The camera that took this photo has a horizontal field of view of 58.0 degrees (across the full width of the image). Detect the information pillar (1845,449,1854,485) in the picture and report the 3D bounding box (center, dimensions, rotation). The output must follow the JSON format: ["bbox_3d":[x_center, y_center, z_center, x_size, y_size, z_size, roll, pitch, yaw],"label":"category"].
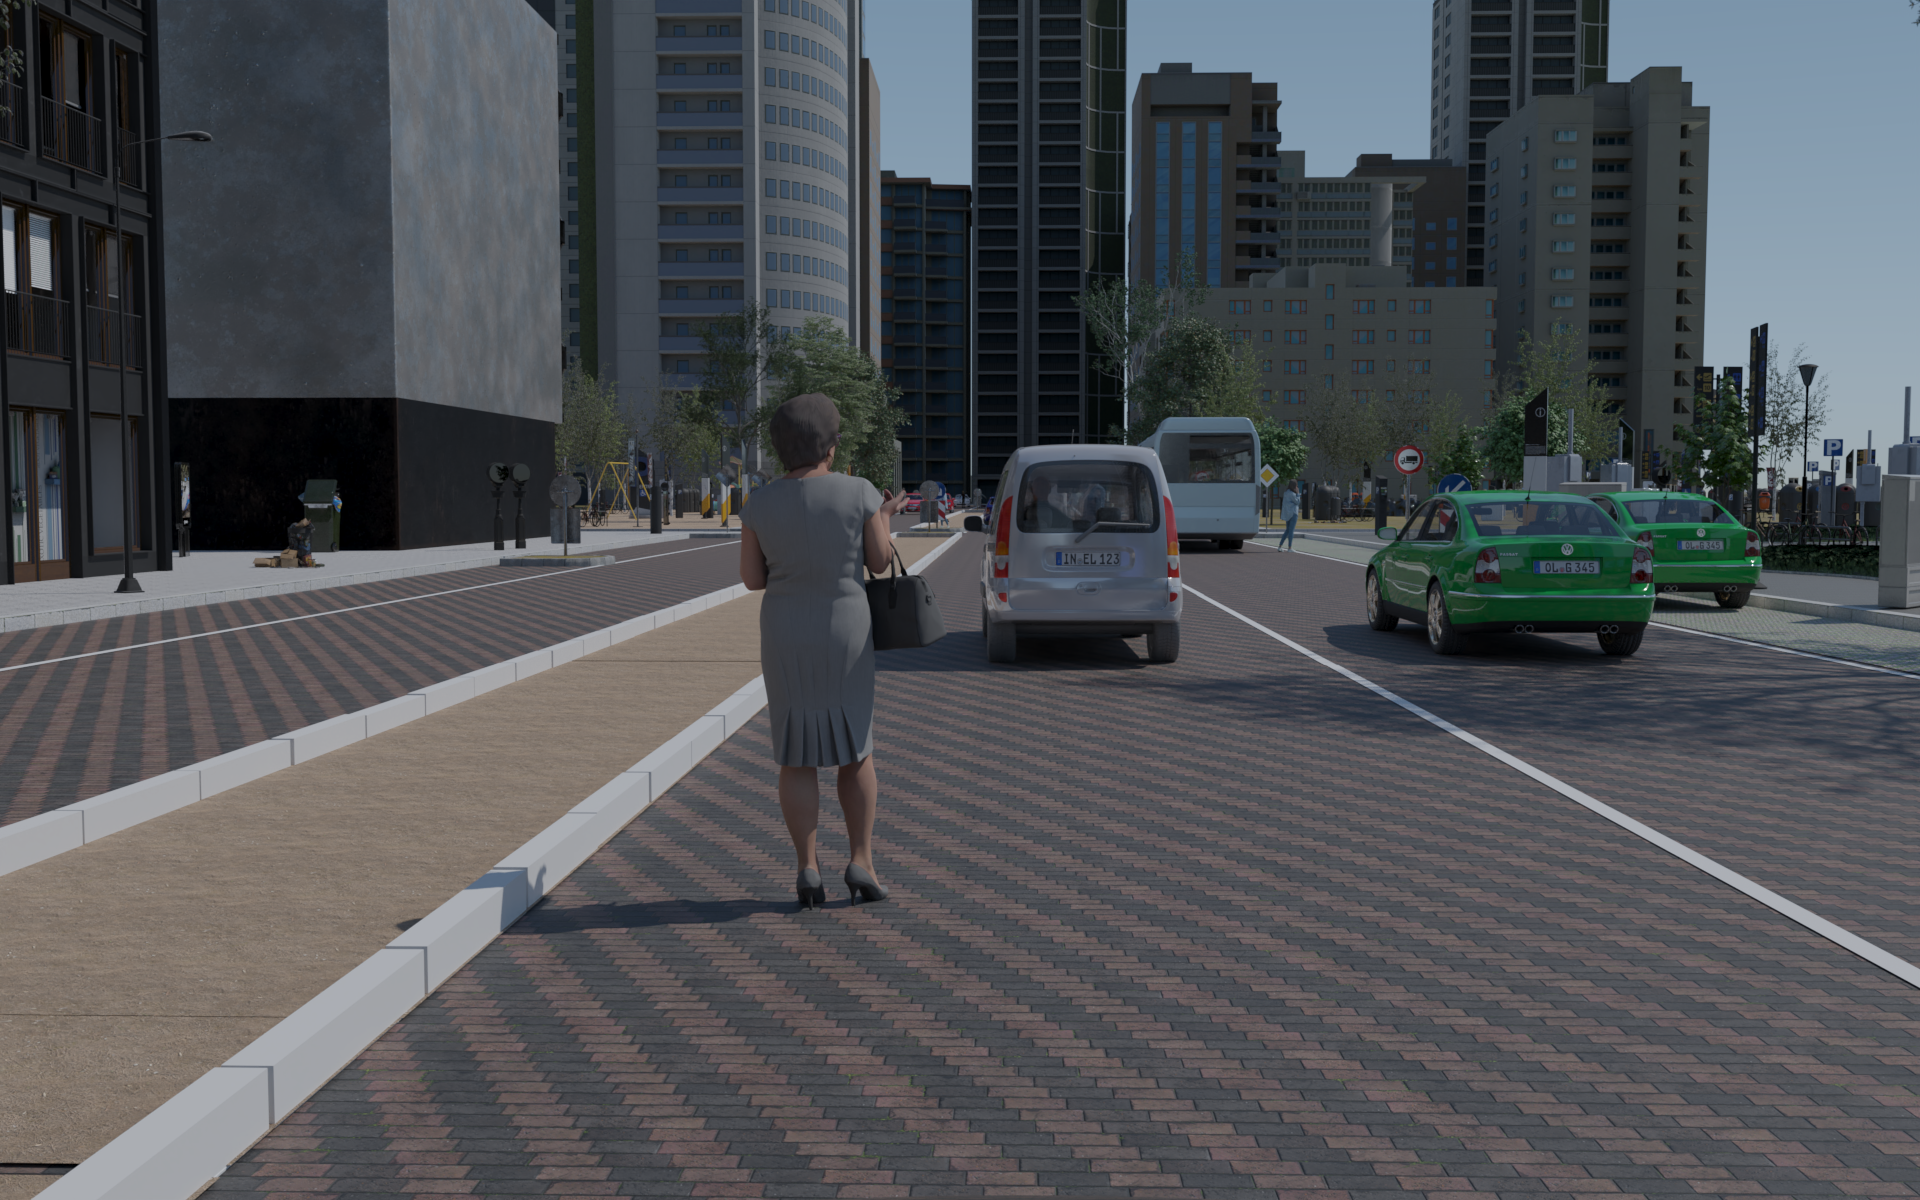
[{"bbox_3d":[46.362,-6.052,90.299,0.183,3.616,0.504,-1,4,-13],"label":"information pillar"}]

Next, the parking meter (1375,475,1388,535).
[{"bbox_3d":[13.122,-2.950,53.952,0.255,1.863,0.399,-1,4,-11],"label":"parking meter"}]

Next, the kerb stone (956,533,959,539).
[{"bbox_3d":[-0.167,-1.856,52.559,0.120,0.150,1.000,0,4,2],"label":"kerb stone"}]

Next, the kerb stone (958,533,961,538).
[{"bbox_3d":[-0.127,-1.915,53.580,0.120,0.150,1.000,0,4,2],"label":"kerb stone"}]

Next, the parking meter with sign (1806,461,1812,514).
[{"bbox_3d":[43.615,-5.599,87.797,0.543,3.016,1.738,-2,4,-24],"label":"parking meter with sign"}]

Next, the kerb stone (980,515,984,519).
[{"bbox_3d":[1.500,-5.275,108.459,0.120,0.150,1.000,0,4,2],"label":"kerb stone"}]

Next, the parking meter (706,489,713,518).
[{"bbox_3d":[-13.209,-5.078,91.442,0.372,1.533,0.369,0,3,0],"label":"parking meter"}]

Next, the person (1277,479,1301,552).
[{"bbox_3d":[8.098,-2.071,42.631,0.793,1.790,0.793,3,5,43],"label":"person"}]

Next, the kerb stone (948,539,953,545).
[{"bbox_3d":[-0.344,-1.476,46.423,0.120,0.150,1.000,0,4,2],"label":"kerb stone"}]

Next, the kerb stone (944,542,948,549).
[{"bbox_3d":[-0.435,-1.294,43.345,0.120,0.150,1.000,0,4,2],"label":"kerb stone"}]

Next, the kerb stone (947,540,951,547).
[{"bbox_3d":[-0.375,-1.414,45.398,0.120,0.150,1.000,0,4,2],"label":"kerb stone"}]

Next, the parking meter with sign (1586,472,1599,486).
[{"bbox_3d":[50.144,-8.567,136.332,0.543,3.016,1.738,-3,4,-36],"label":"parking meter with sign"}]

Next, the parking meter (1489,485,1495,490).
[{"bbox_3d":[34.751,-6.567,113.076,0.399,1.863,0.255,2,4,26],"label":"parking meter"}]

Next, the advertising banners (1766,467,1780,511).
[{"bbox_3d":[53.366,-7.103,112.323,2.074,3.025,0.090,2,4,31],"label":"advertising banners"}]

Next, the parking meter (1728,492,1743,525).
[{"bbox_3d":[22.850,-2.607,51.036,0.372,1.533,0.369,0,3,0],"label":"parking meter"}]

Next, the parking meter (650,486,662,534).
[{"bbox_3d":[-9.807,-2.901,55.846,0.372,1.533,0.369,0,3,0],"label":"parking meter"}]

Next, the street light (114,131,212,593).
[{"bbox_3d":[-10.272,-3.046,22.342,1.470,5.913,1.316,0,4,2],"label":"street light"}]

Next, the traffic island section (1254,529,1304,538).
[{"bbox_3d":[10.121,-2.129,57.082,2.009,0.180,2.903,0,4,2],"label":"traffic island section"}]

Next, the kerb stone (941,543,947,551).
[{"bbox_3d":[-0.467,-1.231,42.324,0.120,0.150,1.000,0,4,2],"label":"kerb stone"}]

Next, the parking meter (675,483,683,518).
[{"bbox_3d":[-14.941,-5.281,92.055,0.399,1.863,0.255,-2,4,-31],"label":"parking meter"}]

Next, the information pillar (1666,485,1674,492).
[{"bbox_3d":[54.805,-7.916,133.925,0.304,2.012,0.304,3,5,43],"label":"information pillar"}]

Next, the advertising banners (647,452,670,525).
[{"bbox_3d":[-12.554,-4.639,72.043,0.090,3.025,2.074,-2,4,-35],"label":"advertising banners"}]

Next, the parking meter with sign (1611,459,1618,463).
[{"bbox_3d":[32.217,-5.422,84.908,0.543,3.016,1.738,1,4,19],"label":"parking meter with sign"}]

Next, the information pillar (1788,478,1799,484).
[{"bbox_3d":[36.992,-4.430,76.919,0.304,2.012,0.304,-1,4,-22],"label":"information pillar"}]

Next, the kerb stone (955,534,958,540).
[{"bbox_3d":[-0.199,-1.795,51.538,0.120,0.150,1.000,0,4,2],"label":"kerb stone"}]

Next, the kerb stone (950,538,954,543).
[{"bbox_3d":[-0.312,-1.543,47.444,0.120,0.150,1.000,0,4,2],"label":"kerb stone"}]

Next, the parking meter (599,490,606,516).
[{"bbox_3d":[-20.538,-5.567,99.428,0.372,1.533,0.369,0,3,0],"label":"parking meter"}]

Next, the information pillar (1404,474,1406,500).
[{"bbox_3d":[27.486,-7.045,106.537,0.183,3.616,0.504,-1,4,-19],"label":"information pillar"}]

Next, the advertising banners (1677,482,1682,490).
[{"bbox_3d":[44.606,-6.715,105.975,2.074,3.025,0.090,-1,4,-21],"label":"advertising banners"}]

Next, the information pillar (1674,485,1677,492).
[{"bbox_3d":[57.255,-8.221,138.897,0.304,2.012,0.304,-2,4,-25],"label":"information pillar"}]

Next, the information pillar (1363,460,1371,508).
[{"bbox_3d":[27.191,-7.606,115.708,0.504,3.616,0.183,2,4,23],"label":"information pillar"}]

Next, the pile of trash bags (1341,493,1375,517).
[{"bbox_3d":[21.255,-5.220,95.100,3.447,1.369,1.912,-2,4,-27],"label":"pile of trash bags"}]

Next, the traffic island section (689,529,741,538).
[{"bbox_3d":[-7.762,-2.161,57.616,2.009,0.180,2.903,0,4,2],"label":"traffic island section"}]

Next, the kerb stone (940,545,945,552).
[{"bbox_3d":[-0.505,-1.168,41.297,0.120,0.150,1.000,0,4,2],"label":"kerb stone"}]

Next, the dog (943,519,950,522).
[{"bbox_3d":[-0.659,-4.155,88.135,0.748,0.427,0.550,-1,4,-18],"label":"dog"}]

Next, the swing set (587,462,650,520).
[{"bbox_3d":[-16.925,-5.419,86.222,2.862,2.851,3.119,1,4,12],"label":"swing set"}]

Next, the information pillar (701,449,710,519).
[{"bbox_3d":[-13.146,-5.998,89.421,0.504,3.616,0.183,2,4,35],"label":"information pillar"}]

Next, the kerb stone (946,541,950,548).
[{"bbox_3d":[-0.405,-1.355,44.375,0.120,0.150,1.000,0,4,2],"label":"kerb stone"}]

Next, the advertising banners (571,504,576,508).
[{"bbox_3d":[-30.681,-8.497,135.107,2.074,3.025,0.090,3,4,37],"label":"advertising banners"}]

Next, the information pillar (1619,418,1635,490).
[{"bbox_3d":[20.469,-3.787,53.280,0.183,3.616,0.504,-3,5,-41],"label":"information pillar"}]

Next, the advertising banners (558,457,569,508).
[{"bbox_3d":[-18.748,-5.233,81.746,0.090,3.025,2.074,-1,4,-22],"label":"advertising banners"}]

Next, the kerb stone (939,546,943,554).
[{"bbox_3d":[-0.525,-1.106,40.274,0.120,0.150,1.000,0,4,2],"label":"kerb stone"}]

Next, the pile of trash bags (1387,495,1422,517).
[{"bbox_3d":[26.192,-5.463,99.070,3.447,1.369,1.912,0,4,-2],"label":"pile of trash bags"}]

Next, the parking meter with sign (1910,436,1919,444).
[{"bbox_3d":[28.466,-3.370,51.363,0.543,3.016,1.738,2,4,25],"label":"parking meter with sign"}]

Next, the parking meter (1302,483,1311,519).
[{"bbox_3d":[17.546,-5.022,87.813,0.255,1.863,0.399,-3,5,-42],"label":"parking meter"}]

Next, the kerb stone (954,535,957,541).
[{"bbox_3d":[-0.225,-1.732,50.516,0.120,0.150,1.000,0,4,2],"label":"kerb stone"}]

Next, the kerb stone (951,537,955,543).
[{"bbox_3d":[-0.291,-1.607,48.466,0.120,0.150,1.000,0,4,2],"label":"kerb stone"}]

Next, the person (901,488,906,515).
[{"bbox_3d":[-3.910,-6.718,118.149,0.447,1.846,0.655,0,4,8],"label":"person"}]

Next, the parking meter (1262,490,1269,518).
[{"bbox_3d":[16.684,-5.265,94.501,0.372,1.533,0.369,0,3,0],"label":"parking meter"}]

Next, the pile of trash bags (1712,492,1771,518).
[{"bbox_3d":[42.196,-5.164,94.190,3.447,1.369,1.912,1,4,21],"label":"pile of trash bags"}]

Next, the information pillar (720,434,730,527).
[{"bbox_3d":[-9.170,-4.668,67.680,0.183,3.616,0.504,2,4,31],"label":"information pillar"}]

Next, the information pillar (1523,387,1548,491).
[{"bbox_3d":[12.625,-2.851,37.972,0.504,3.616,0.183,1,4,23],"label":"information pillar"}]

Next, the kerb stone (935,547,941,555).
[{"bbox_3d":[-0.563,-1.043,39.244,0.120,0.150,1.000,0,4,2],"label":"kerb stone"}]

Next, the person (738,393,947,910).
[{"bbox_3d":[-0.402,0.169,6.093,0.716,1.782,0.532,0,4,3],"label":"person"}]

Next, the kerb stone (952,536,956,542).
[{"bbox_3d":[-0.261,-1.670,49.492,0.120,0.150,1.000,0,4,2],"label":"kerb stone"}]

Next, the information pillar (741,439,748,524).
[{"bbox_3d":[-9.151,-5.030,73.598,0.183,3.616,0.504,-2,4,-26],"label":"information pillar"}]

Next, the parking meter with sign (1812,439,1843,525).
[{"bbox_3d":[27.864,-3.629,55.598,0.543,3.016,1.738,1,4,18],"label":"parking meter with sign"}]
